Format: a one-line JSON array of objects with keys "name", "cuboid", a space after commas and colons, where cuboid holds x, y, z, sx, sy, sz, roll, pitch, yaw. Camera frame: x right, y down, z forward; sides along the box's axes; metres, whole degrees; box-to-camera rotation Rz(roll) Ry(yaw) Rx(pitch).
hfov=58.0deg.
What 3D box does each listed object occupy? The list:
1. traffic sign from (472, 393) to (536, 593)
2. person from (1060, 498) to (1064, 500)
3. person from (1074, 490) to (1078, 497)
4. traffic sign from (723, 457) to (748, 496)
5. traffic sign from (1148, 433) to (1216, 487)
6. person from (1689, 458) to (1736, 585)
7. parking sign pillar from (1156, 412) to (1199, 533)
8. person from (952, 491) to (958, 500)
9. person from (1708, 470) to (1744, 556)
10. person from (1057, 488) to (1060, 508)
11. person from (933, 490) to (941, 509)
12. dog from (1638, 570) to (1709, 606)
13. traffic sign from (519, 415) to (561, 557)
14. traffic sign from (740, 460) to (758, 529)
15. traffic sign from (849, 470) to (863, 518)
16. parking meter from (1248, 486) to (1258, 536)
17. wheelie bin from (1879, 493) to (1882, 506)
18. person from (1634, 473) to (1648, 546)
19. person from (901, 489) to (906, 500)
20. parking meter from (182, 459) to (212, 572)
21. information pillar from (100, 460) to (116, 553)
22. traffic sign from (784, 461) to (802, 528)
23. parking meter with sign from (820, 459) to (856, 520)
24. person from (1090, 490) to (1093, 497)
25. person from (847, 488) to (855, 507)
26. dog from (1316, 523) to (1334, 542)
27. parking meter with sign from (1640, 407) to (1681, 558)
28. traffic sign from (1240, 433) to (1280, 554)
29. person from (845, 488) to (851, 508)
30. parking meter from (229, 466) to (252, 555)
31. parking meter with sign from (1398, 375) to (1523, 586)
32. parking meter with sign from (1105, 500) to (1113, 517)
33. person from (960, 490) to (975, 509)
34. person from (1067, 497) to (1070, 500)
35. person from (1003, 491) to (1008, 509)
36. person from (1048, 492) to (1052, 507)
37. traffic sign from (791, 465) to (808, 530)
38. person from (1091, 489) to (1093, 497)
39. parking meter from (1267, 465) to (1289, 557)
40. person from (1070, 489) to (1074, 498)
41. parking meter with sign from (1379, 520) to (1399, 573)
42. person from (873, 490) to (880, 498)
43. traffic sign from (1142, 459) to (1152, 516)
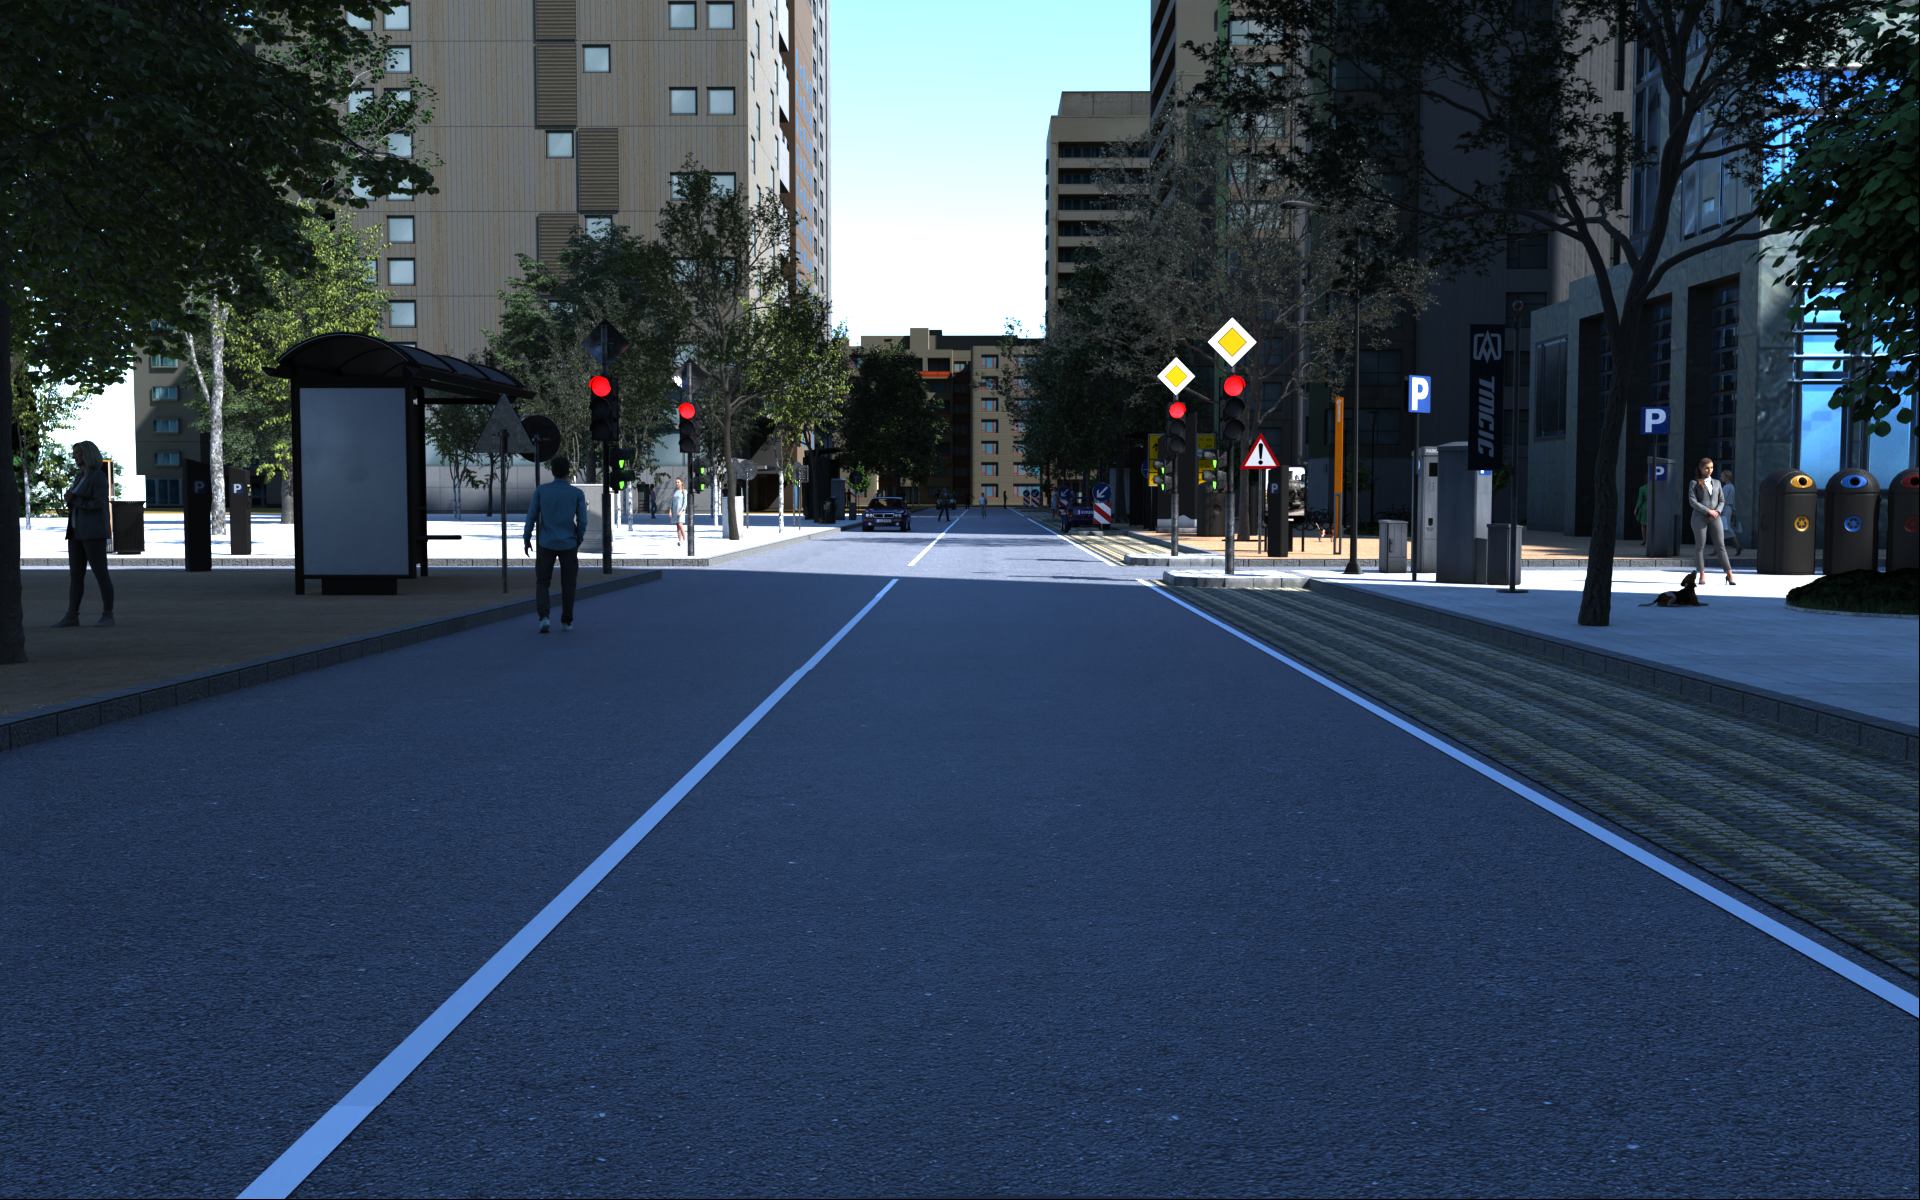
[{"name": "traffic sign", "cuboid": [-5.902, -1.370, 22.399, 0.884, 2.594, 0.081, 1, 4, 10]}, {"name": "person", "cuboid": [8.582, -8.496, 145.619, 0.621, 1.740, 0.551, 2, 4, 28]}, {"name": "person", "cuboid": [12.393, -10.934, 185.541, 0.721, 1.735, 1.217, -2, 4, -23]}, {"name": "traffic sign", "cuboid": [-7.837, -3.699, 60.483, 0.884, 2.594, 0.081, 1, 4, 9]}, {"name": "traffic sign", "cuboid": [7.449, -3.934, 58.192, 2.265, 3.308, 0.079, 0, 4, 2]}, {"name": "person", "cuboid": [10.640, -1.111, 24.489, 0.520, 1.790, 0.573, -1, 4, -19]}, {"name": "parking sign pillar", "cuboid": [7.179, -4.190, 56.984, 1.447, 3.967, 1.447, 2, 4, 25]}, {"name": "person", "cuboid": [-0.611, -9.524, 164.755, 0.617, 1.759, 0.750, 1, 4, 20]}, {"name": "person", "cuboid": [15.921, -1.807, 35.946, 0.694, 1.780, 0.624, -3, 4, -37]}, {"name": "person", "cuboid": [9.050, -9.392, 159.746, 0.705, 1.807, 1.348, 1, 4, 16]}, {"name": "person", "cuboid": [-2.011, -9.703, 166.773, 1.348, 1.869, 0.705, 0, 4, 6]}, {"name": "dog", "cuboid": [8.185, -0.131, 19.873, 0.748, 0.427, 0.550, 2, 4, 25]}, {"name": "traffic sign", "cuboid": [-6.808, -1.701, 27.917, 0.768, 2.556, 0.104, 0, 4, 4]}, {"name": "traffic sign", "cuboid": [-7.875, -3.915, 64.117, 0.768, 2.556, 0.104, 0, 4, 4]}, {"name": "traffic sign", "cuboid": [-5.612, -5.700, 93.295, 0.768, 2.556, 0.104, 1, 4, 8]}, {"name": "parking meter", "cuboid": [8.975, -2.750, 53.374, 0.372, 1.533, 0.369, 0, 3, 0]}, {"name": "wheelie bin", "cuboid": [18.754, -1.726, 36.131, 0.980, 1.594, 0.693, -1, 4, -20]}, {"name": "person", "cuboid": [16.788, -2.198, 42.229, 0.600, 1.795, 0.529, 0, 4, 3]}, {"name": "person", "cuboid": [-5.576, -9.895, 168.267, 0.683, 1.767, 0.568, 1, 4, 13]}, {"name": "parking meter", "cuboid": [-12.634, -1.407, 28.717, 0.399, 1.863, 0.255, -3, 5, -43]}, {"name": "information pillar", "cuboid": [-18.498, -2.019, 37.499, 0.304, 2.012, 0.304, -1, 4, -11]}, {"name": "traffic sign", "cuboid": [-6.364, -4.054, 66.397, 0.768, 2.556, 0.104, 0, 4, 4]}, {"name": "parking meter with sign", "cuboid": [-5.993, -5.449, 85.348, 1.738, 3.016, 0.543, 0, 4, -3]}, {"name": "person", "cuboid": [12.997, -10.128, 172.455, 1.217, 1.723, 0.721, 0, 4, 8]}, {"name": "person", "cuboid": [-10.713, -9.856, 167.144, 1.348, 1.831, 0.705, -1, 4, -17]}, {"name": "dog", "cuboid": [9.831, -1.809, 46.405, 0.406, 0.507, 0.540, 3, 4, 38]}, {"name": "parking meter with sign", "cuboid": [14.358, -2.393, 35.381, 0.543, 3.016, 1.738, 2, 4, 33]}, {"name": "traffic sign", "cuboid": [6.413, -2.263, 37.005, 0.884, 2.594, 0.081, 0, 4, 4]}, {"name": "person", "cuboid": [-10.755, -9.538, 161.983, 1.348, 1.824, 0.705, 3, 4, 38]}, {"name": "parking meter", "cuboid": [-15.123, -1.878, 36.421, 0.399, 1.863, 0.255, 0, 4, -3]}, {"name": "parking meter with sign", "cuboid": [7.262, -1.754, 24.935, 0.543, 3.016, 1.738, -3, 5, -40]}, {"name": "parking meter with sign", "cuboid": [8.070, -5.986, 94.139, 0.543, 3.016, 1.738, -1, 4, -23]}, {"name": "person", "cuboid": [0.718, -9.432, 162.643, 1.348, 1.831, 0.705, 0, 4, 3]}, {"name": "person", "cuboid": [10.007, -9.413, 161.416, 0.415, 1.643, 0.593, -1, 4, -23]}, {"name": "person", "cuboid": [4.462, -9.758, 168.765, 0.721, 1.735, 1.217, -1, 4, -14]}, {"name": "person", "cuboid": [9.088, -10.291, 174.318, 0.705, 1.822, 1.348, 1, 4, 17]}, {"name": "traffic sign", "cuboid": [-5.702, -3.636, 61.584, 0.606, 2.300, 0.079, 1, 4, 10]}, {"name": "person", "cuboid": [13.436, -10.396, 176.161, 1.348, 1.807, 0.705, 2, 4, 34]}, {"name": "parking meter", "cuboid": [6.464, -1.805, 35.227, 0.255, 1.863, 0.399, -3, 5, -40]}, {"name": "person", "cuboid": [11.306, -10.422, 176.314, 0.599, 1.838, 0.709, 1, 4, 11]}, {"name": "parking meter with sign", "cuboid": [7.724, -1.952, 28.171, 1.738, 3.016, 0.543, -1, 4, -9]}, {"name": "person", "cuboid": [-8.568, -10.539, 179.037, 0.721, 1.739, 1.217, -3, 4, -37]}, {"name": "traffic sign", "cuboid": [6.830, -3.755, 61.494, 0.768, 2.556, 0.104, 1, 4, 9]}]
